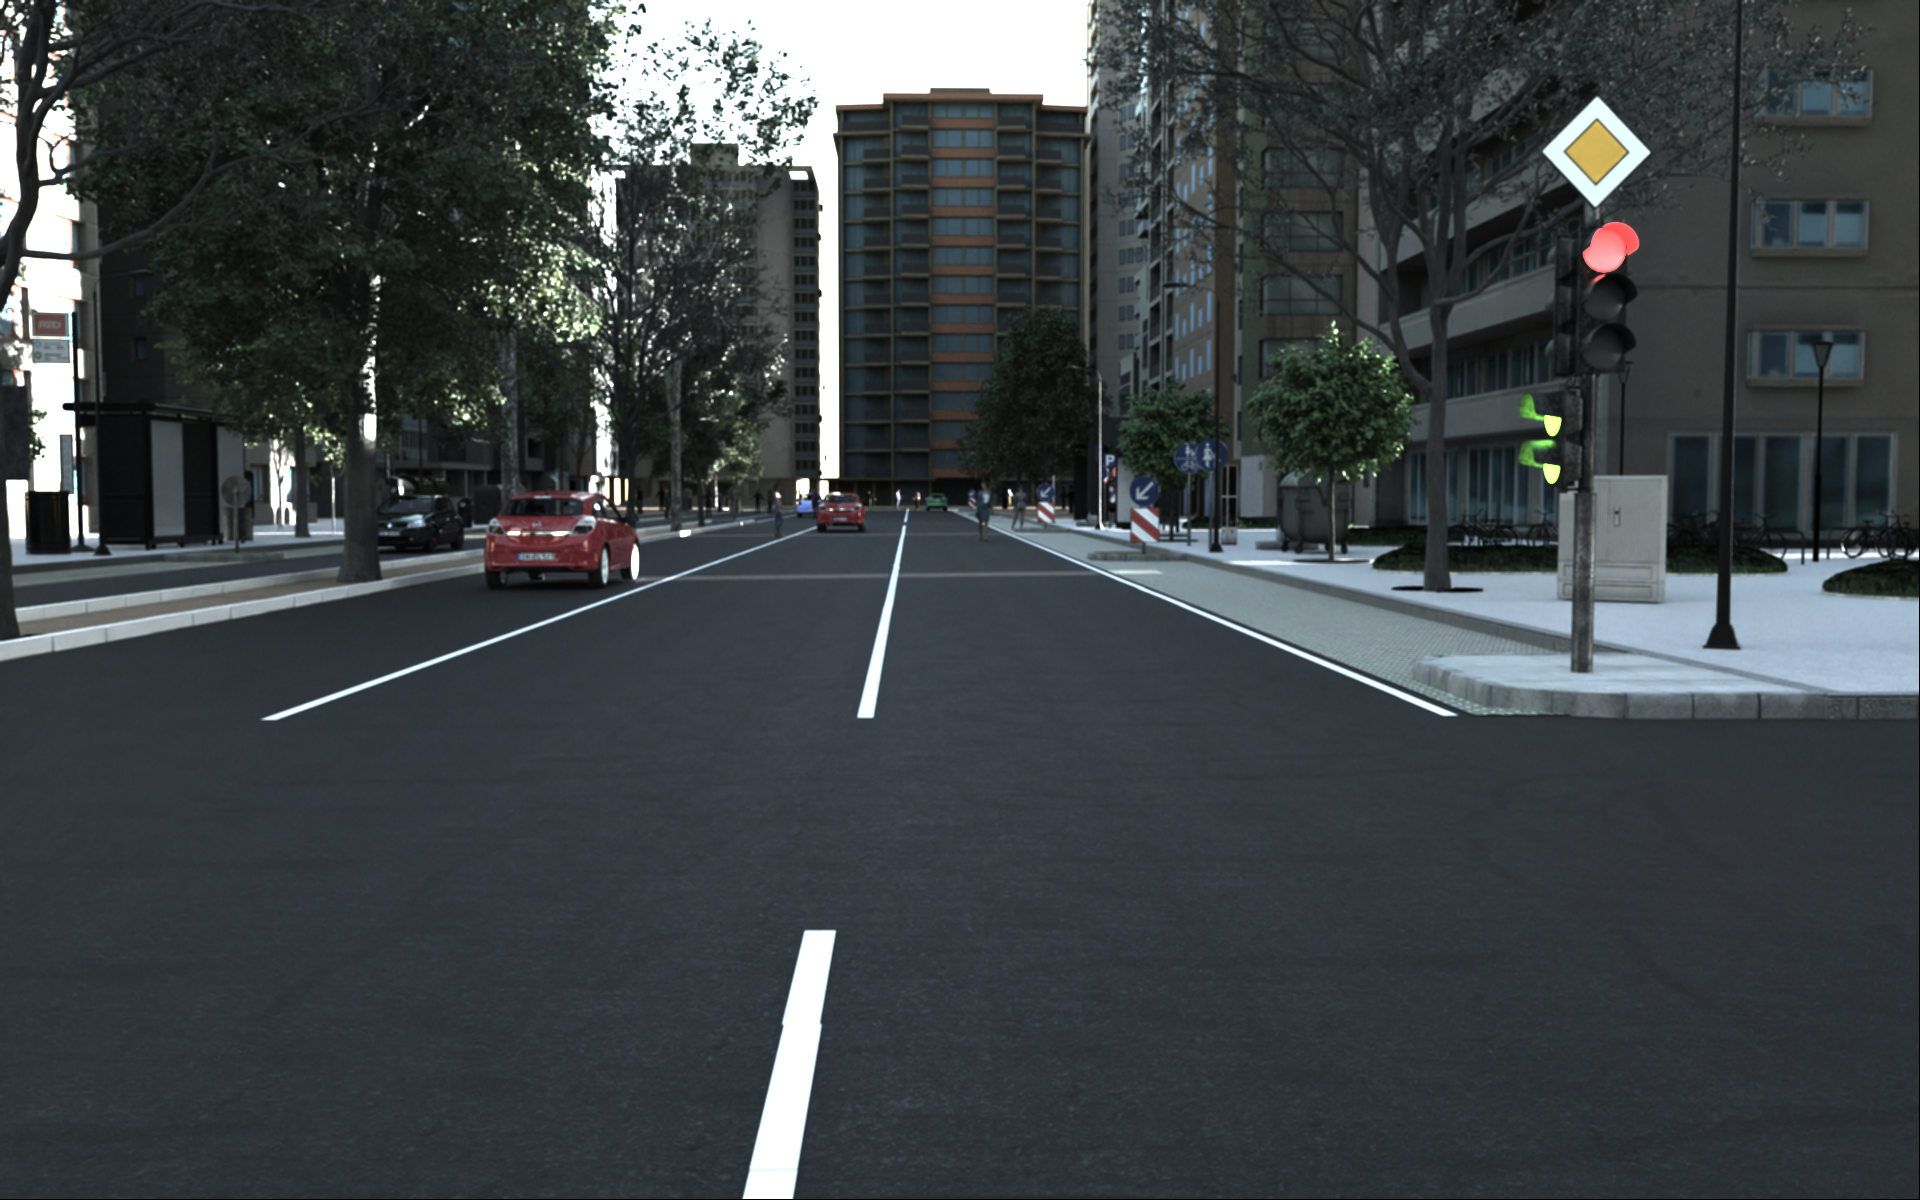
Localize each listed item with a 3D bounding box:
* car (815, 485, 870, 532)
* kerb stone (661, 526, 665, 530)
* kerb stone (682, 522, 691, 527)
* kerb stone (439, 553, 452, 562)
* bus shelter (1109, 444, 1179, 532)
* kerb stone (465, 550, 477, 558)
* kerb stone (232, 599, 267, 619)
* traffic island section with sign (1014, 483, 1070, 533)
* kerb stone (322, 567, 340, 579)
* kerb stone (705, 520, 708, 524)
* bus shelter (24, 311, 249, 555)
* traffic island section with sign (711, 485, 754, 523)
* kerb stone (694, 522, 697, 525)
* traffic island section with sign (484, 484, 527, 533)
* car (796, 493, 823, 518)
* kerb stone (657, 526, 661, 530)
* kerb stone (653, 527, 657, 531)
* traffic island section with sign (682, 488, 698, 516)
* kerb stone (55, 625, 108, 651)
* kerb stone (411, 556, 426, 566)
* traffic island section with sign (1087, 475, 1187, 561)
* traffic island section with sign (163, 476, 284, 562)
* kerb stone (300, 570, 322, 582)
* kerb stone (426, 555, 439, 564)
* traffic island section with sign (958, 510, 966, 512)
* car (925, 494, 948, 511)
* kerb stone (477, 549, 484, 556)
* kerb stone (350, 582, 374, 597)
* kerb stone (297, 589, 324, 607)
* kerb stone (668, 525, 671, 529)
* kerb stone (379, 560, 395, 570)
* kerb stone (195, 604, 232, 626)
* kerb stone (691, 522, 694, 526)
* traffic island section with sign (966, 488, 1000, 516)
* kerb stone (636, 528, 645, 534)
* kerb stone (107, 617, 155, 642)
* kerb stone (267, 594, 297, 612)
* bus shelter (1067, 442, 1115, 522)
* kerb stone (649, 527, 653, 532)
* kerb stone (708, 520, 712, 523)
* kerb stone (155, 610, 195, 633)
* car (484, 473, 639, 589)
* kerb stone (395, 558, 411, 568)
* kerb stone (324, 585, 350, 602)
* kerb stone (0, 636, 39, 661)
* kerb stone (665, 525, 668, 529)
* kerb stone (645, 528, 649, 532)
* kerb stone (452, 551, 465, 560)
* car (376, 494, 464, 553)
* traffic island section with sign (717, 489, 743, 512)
[{"bbox_3d":[-4.563,-3.544,66.977,2.155,1.783,4.494,0,4,-2],"label":"car"},{"bbox_3d":[-11.894,-2.827,68.412,0.120,0.150,1.000,0,4,-2],"label":"kerb stone"},{"bbox_3d":[-12.130,-3.325,76.617,0.120,0.150,1.000,0,4,-2],"label":"kerb stone"},{"bbox_3d":[-10.992,-0.885,36.662,0.120,0.150,1.000,0,4,-2],"label":"kerb stone"},{"bbox_3d":[6.479,-4.052,60.173,2.014,3.302,5.546,0,4,-2],"label":"bus shelter"},{"bbox_3d":[-11.041,-1.010,38.706,0.120,0.150,1.000,0,4,-2],"label":"kerb stone"},{"bbox_3d":[-8.421,0.113,20.351,0.120,0.150,1.000,0,4,-2],"label":"kerb stone"},{"bbox_3d":[3.029,-3.420,64.545,1.989,1.847,2.006,0,4,-2],"label":"traffic island section with sign"},{"bbox_3d":[-10.793,-0.444,29.491,0.120,0.150,1.000,0,4,-2],"label":"kerb stone"},{"bbox_3d":[-12.302,-3.694,82.751,0.120,0.150,1.000,0,4,-2],"label":"kerb stone"},{"bbox_3d":[-19.374,-3.867,40.856,2.179,5.291,8.768,0,4,-2],"label":"bus shelter"},{"bbox_3d":[-11.360,-4.815,86.869,2.006,1.907,1.989,0,4,-2],"label":"traffic island section with sign"},{"bbox_3d":[-12.177,-3.454,78.661,0.120,0.150,1.000,0,4,-2],"label":"kerb stone"},{"bbox_3d":[-16.487,-3.409,64.366,1.989,1.847,2.006,0,4,-2],"label":"traffic island section with sign"},{"bbox_3d":[-9.199,-5.968,107.173,1.945,1.707,3.694,0,4,-3],"label":"car"},{"bbox_3d":[-11.869,-2.764,67.385,0.120,0.150,1.000,0,4,-2],"label":"kerb stone"},{"bbox_3d":[-11.833,-2.700,66.362,0.120,0.150,1.000,0,4,-2],"label":"kerb stone"},{"bbox_3d":[-17.876,-6.424,113.661,1.989,1.847,2.006,0,4,-2],"label":"traffic island section with sign"},{"bbox_3d":[-8.308,0.364,16.248,0.120,0.150,1.000,0,4,-2],"label":"kerb stone"},{"bbox_3d":[-10.932,-0.758,34.604,0.120,0.150,1.000,0,4,-2],"label":"kerb stone"},{"bbox_3d":[3.798,-1.772,37.601,1.989,1.847,2.006,0,4,-2],"label":"traffic island section with sign"},{"bbox_3d":[-15.721,-1.748,37.211,1.989,1.847,2.006,0,4,-2],"label":"traffic island section with sign"},{"bbox_3d":[-10.757,-0.379,28.465,0.120,0.150,1.000,0,4,-2],"label":"kerb stone"},{"bbox_3d":[-10.963,-0.822,35.637,0.120,0.150,1.000,0,4,-2],"label":"kerb stone"},{"bbox_3d":[0.853,-8.129,141.542,1.989,1.847,2.006,0,4,-2],"label":"traffic island section with sign"},{"bbox_3d":[-1.999,-8.525,148.175,1.959,1.807,4.718,0,4,-2],"label":"car"},{"bbox_3d":[-11.081,-1.072,39.728,0.120,0.150,1.000,0,4,-2],"label":"kerb stone"},{"bbox_3d":[-8.542,-0.138,24.483,0.120,0.150,1.000,0,4,-2],"label":"kerb stone"},{"bbox_3d":[-8.489,-0.012,22.412,0.120,0.150,1.000,0,4,-2],"label":"kerb stone"},{"bbox_3d":[-11.948,-2.945,70.462,0.120,0.150,1.000,0,4,-2],"label":"kerb stone"},{"bbox_3d":[-10.879,-0.634,32.558,0.120,0.150,1.000,0,4,-2],"label":"kerb stone"},{"bbox_3d":[-8.401,0.176,19.314,0.120,0.150,1.000,0,4,-2],"label":"kerb stone"},{"bbox_3d":[-12.152,-3.389,77.639,0.120,0.150,1.000,0,4,-2],"label":"kerb stone"},{"bbox_3d":[1.619,-6.481,114.597,1.989,1.847,2.006,0,4,-2],"label":"traffic island section with sign"},{"bbox_3d":[-11.741,-2.513,63.287,0.120,0.150,1.000,0,4,-2],"label":"kerb stone"},{"bbox_3d":[-8.338,0.303,17.271,0.120,0.150,1.000,0,4,-2],"label":"kerb stone"},{"bbox_3d":[-8.464,0.056,21.390,0.120,0.150,1.000,0,4,-2],"label":"kerb stone"},{"bbox_3d":[6.089,-5.473,80.773,1.731,3.624,6.357,0,4,-1],"label":"bus shelter"},{"bbox_3d":[-11.810,-2.639,65.335,0.120,0.150,1.000,0,4,-2],"label":"kerb stone"},{"bbox_3d":[-12.354,-3.827,84.798,0.120,0.150,1.000,0,4,-2],"label":"kerb stone"},{"bbox_3d":[-8.375,0.239,18.292,0.120,0.150,1.000,0,4,-2],"label":"kerb stone"},{"bbox_3d":[-6.303,-1.144,27.752,2.155,1.783,4.494,0,4,-1],"label":"car"},{"bbox_3d":[-10.903,-0.693,33.581,0.120,0.150,1.000,0,4,-2],"label":"kerb stone"},{"bbox_3d":[-8.519,-0.077,23.447,0.120,0.150,1.000,0,4,-2],"label":"kerb stone"},{"bbox_3d":[-8.289,0.427,15.218,0.120,0.150,1.000,0,4,-2],"label":"kerb stone"},{"bbox_3d":[-11.922,-2.887,69.434,0.120,0.150,1.000,0,4,-2],"label":"kerb stone"},{"bbox_3d":[-11.778,-2.576,64.310,0.120,0.150,1.000,0,4,-2],"label":"kerb stone"},{"bbox_3d":[-11.020,-0.946,37.684,0.120,0.150,1.000,0,4,-2],"label":"kerb stone"},{"bbox_3d":[-13.777,-2.070,43.635,2.009,1.686,4.222,0,4,-2],"label":"car"},{"bbox_3d":[-18.645,-8.072,140.605,1.989,1.847,2.006,0,4,-2],"label":"traffic island section with sign"}]
